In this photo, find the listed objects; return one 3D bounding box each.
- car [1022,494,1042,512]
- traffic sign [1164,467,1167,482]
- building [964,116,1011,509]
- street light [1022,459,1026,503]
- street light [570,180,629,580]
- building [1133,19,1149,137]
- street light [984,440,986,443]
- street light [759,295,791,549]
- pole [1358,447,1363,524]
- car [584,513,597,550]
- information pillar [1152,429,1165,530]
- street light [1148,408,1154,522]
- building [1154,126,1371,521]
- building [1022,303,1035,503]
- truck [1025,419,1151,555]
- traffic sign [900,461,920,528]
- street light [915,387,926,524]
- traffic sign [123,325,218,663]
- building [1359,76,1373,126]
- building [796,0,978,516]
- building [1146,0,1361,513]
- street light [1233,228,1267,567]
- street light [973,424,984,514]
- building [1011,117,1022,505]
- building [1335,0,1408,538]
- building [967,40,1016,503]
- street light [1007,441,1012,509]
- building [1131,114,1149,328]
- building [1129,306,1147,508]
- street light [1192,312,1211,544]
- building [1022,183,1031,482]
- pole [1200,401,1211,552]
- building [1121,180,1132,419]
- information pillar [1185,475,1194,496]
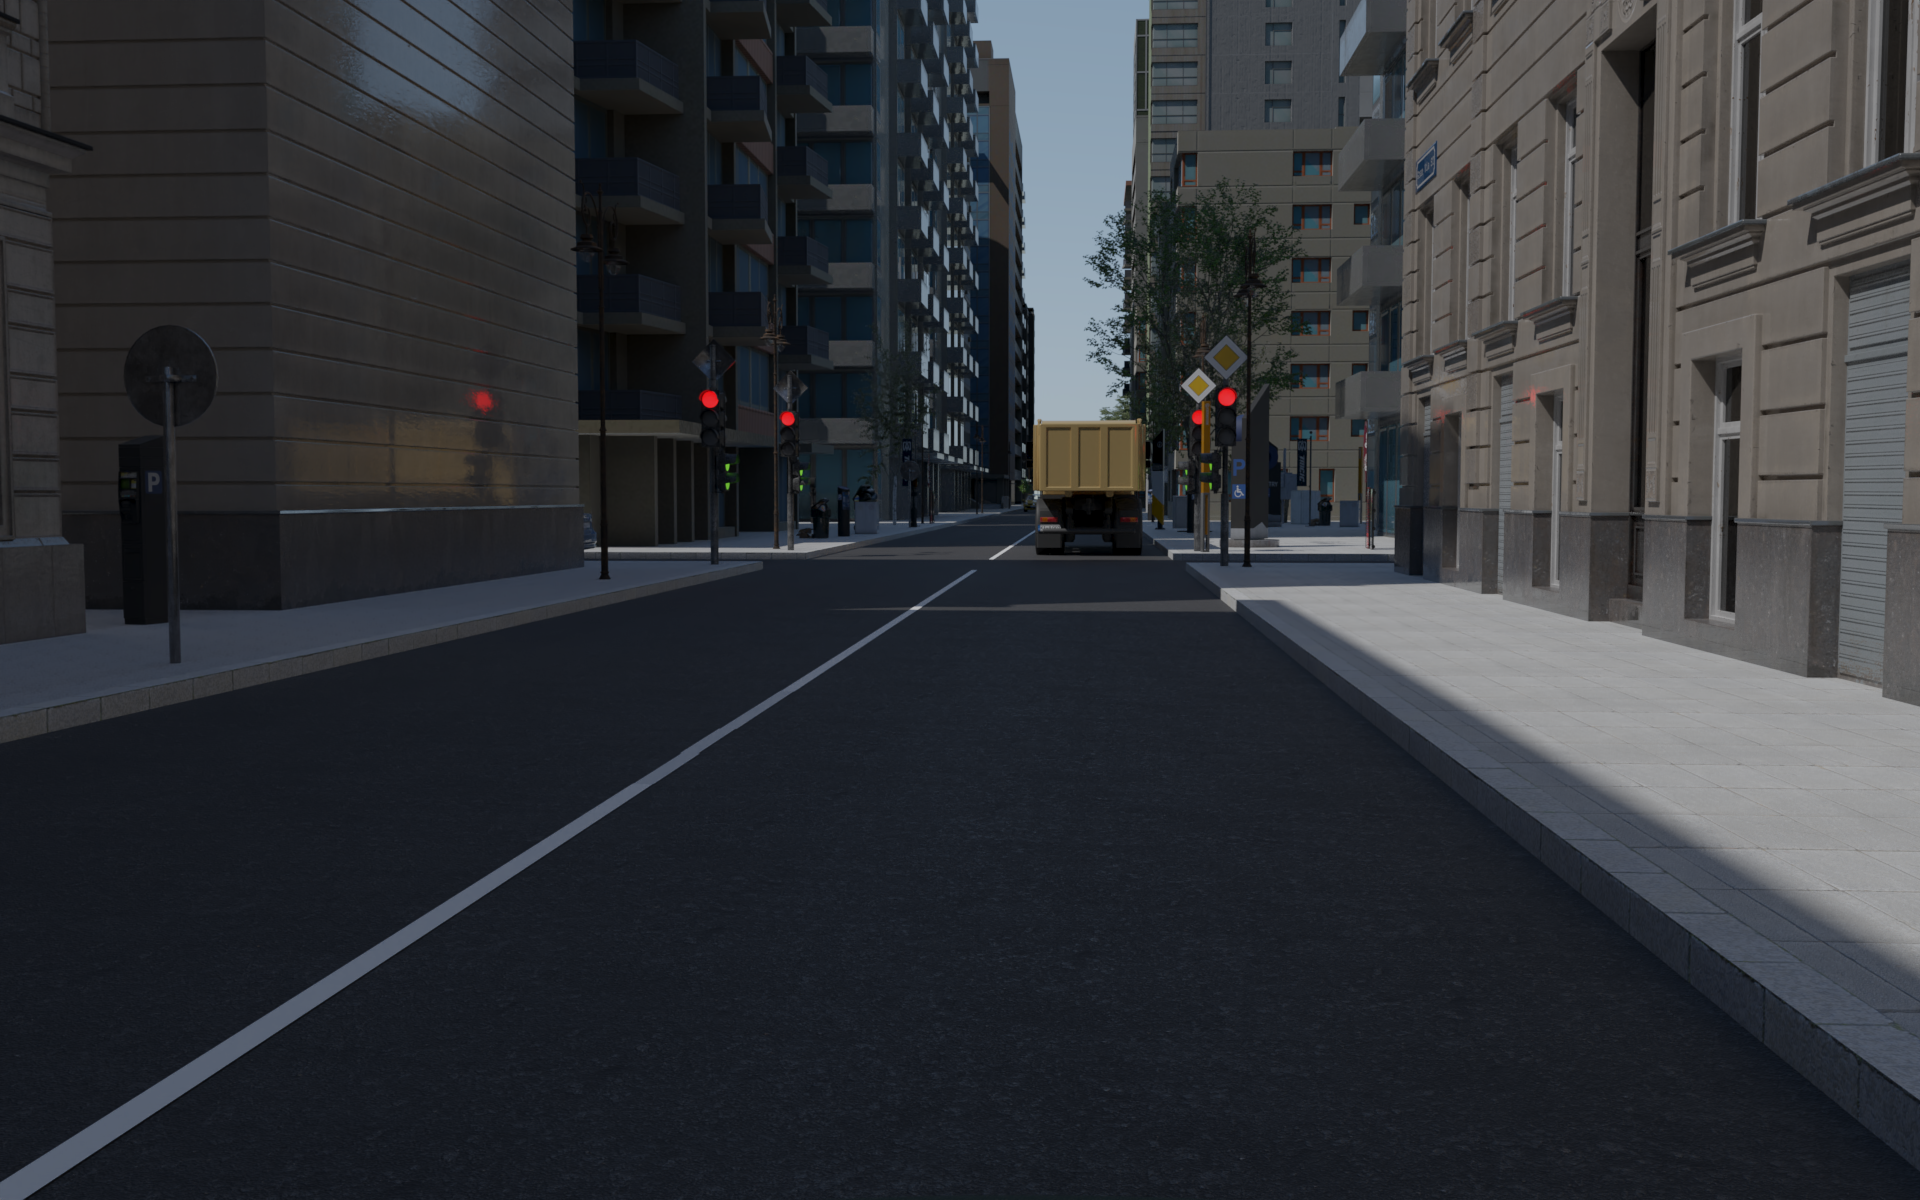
[{"bbox_3d":[6.021,-7.913,139.603,2.015,1.641,3.980,0,4,5],"label":"car"},{"bbox_3d":[7.306,-3.752,63.477,0.606,2.300,0.079,1,4,13],"label":"traffic sign"},{"bbox_3d":[-11.757,-28.499,157.838,32.217,40.220,23.993,0,4,4],"label":"building"},{"bbox_3d":[6.874,-13.047,186.099,0.468,5.910,1.993,0,4,4],"label":"street light"},{"bbox_3d":[-5.347,-3.248,25.895,0.468,5.910,1.993,0,4,4],"label":"street light"},{"bbox_3d":[34.149,-50.282,260.366,20.563,71.187,20.611,0,4,4],"label":"building"},{"bbox_3d":[1.493,-8.759,115.990,0.468,5.910,1.993,0,4,4],"label":"street light"},{"bbox_3d":[-4.285,-4.127,40.272,0.468,5.910,1.993,0,4,4],"label":"street light"},{"bbox_3d":[17.284,-4.950,74.780,0.158,3.312,0.155,0,3,0],"label":"pole"},{"bbox_3d":[-9.905,-1.481,36.211,4.499,1.417,2.014,0,4,4],"label":"car"},{"bbox_3d":[7.170,-4.355,62.557,0.504,3.616,0.183,3,5,40],"label":"information pillar"},{"bbox_3d":[8.777,-6.476,78.670,0.468,5.910,1.993,0,4,4],"label":"street light"},{"bbox_3d":[25.248,-15.356,96.102,27.650,21.520,28.899,0,4,4],"label":"building"},{"bbox_3d":[3.913,-29.780,258.596,14.160,30.474,14.107,0,4,4],"label":"building"},{"bbox_3d":[3.286,-2.959,44.297,3.469,3.379,9.791,0,4,4],"label":"truck"},{"bbox_3d":[-1.927,-4.040,66.162,0.768,2.556,0.104,1,4,9],"label":"traffic sign"},{"bbox_3d":[-1.621,-6.242,74.841,0.468,5.910,1.993,0,4,4],"label":"street light"},{"bbox_3d":[-5.958,-0.793,13.072,0.768,2.556,0.104,1,4,8],"label":"traffic sign"},{"bbox_3d":[29.682,-33.895,143.430,28.713,52.752,27.495,0,4,4],"label":"building"},{"bbox_3d":[-10.228,-31.229,130.200,23.786,49.044,30.456,0,4,4],"label":"building"},{"bbox_3d":[20.351,-26.881,123.098,14.154,41.232,14.086,0,4,4],"label":"building"},{"bbox_3d":[5.057,-3.520,30.339,0.468,5.910,1.993,0,4,4],"label":"street light"},{"bbox_3d":[1.073,-8.356,109.407,0.468,5.910,1.993,0,4,4],"label":"street light"},{"bbox_3d":[-3.543,-35.852,209.876,21.300,48.544,21.600,0,4,4],"label":"building"},{"bbox_3d":[26.749,-26.370,50.765,30.456,49.044,23.786,0,4,4],"label":"building"},{"bbox_3d":[-1.599,-32.166,176.026,14.600,45.320,14.200,0,4,4],"label":"building"},{"bbox_3d":[4.307,-10.908,151.129,0.468,5.910,1.993,0,4,4],"label":"street light"},{"bbox_3d":[31.778,-35.933,211.214,21.300,48.544,21.600,0,4,4],"label":"building"},{"bbox_3d":[31.095,-20.046,172.783,27.650,21.520,28.899,0,4,4],"label":"building"},{"bbox_3d":[6.171,-4.361,44.097,0.468,5.910,1.993,0,4,4],"label":"street light"},{"bbox_3d":[-2.486,-37.690,235.835,23.786,49.044,30.456,0,4,4],"label":"building"},{"bbox_3d":[5.410,-2.710,38.145,0.158,3.312,0.155,0,3,0],"label":"pole"},{"bbox_3d":[33.268,-35.587,236.475,22.147,44.769,28.867,0,4,4],"label":"building"},{"bbox_3d":[8.790,-3.765,66.055,0.304,2.012,0.304,-2,4,-23],"label":"information pillar"}]
